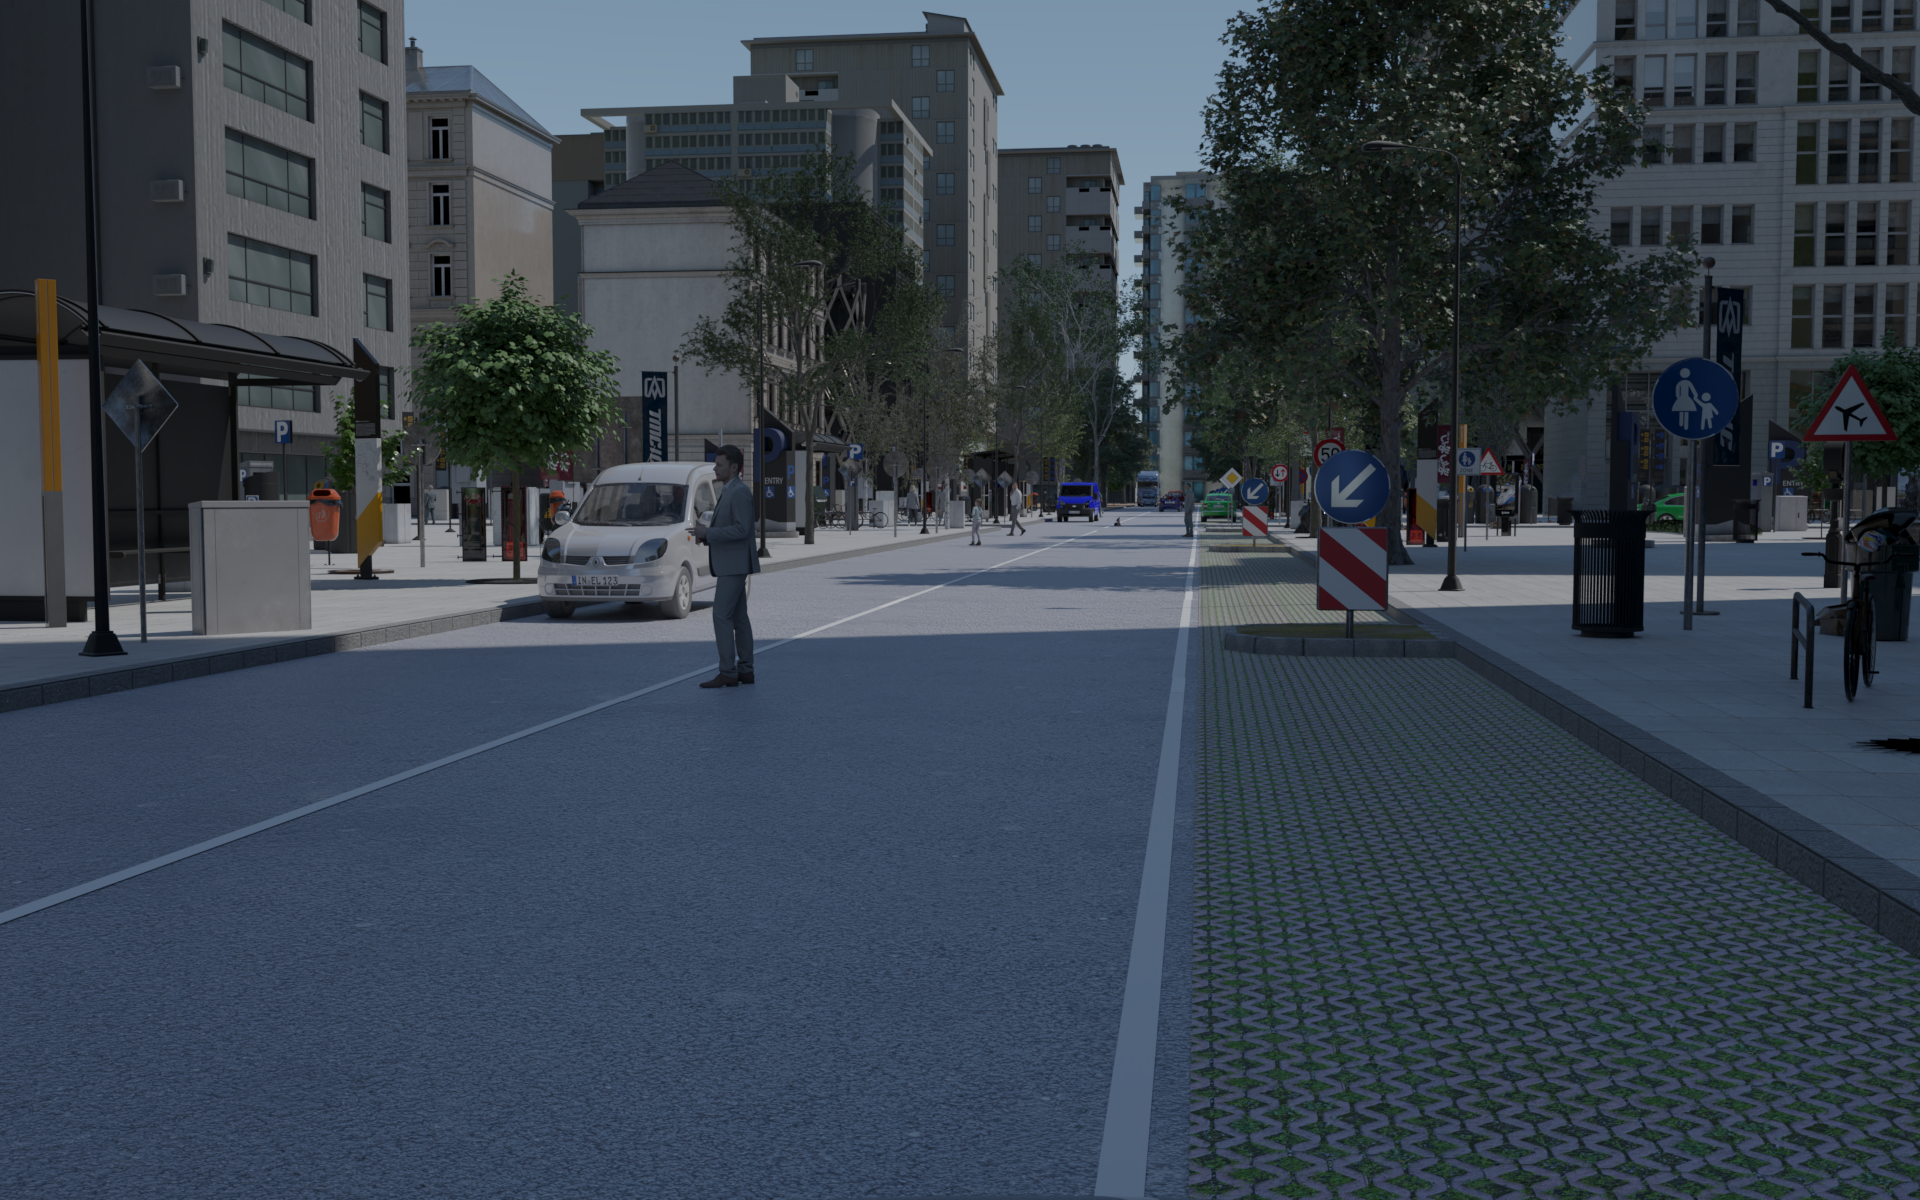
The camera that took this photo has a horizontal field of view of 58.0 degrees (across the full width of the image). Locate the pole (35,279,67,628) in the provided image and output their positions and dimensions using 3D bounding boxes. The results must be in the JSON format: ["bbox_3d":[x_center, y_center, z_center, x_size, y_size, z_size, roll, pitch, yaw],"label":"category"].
[{"bbox_3d":[-8.706,-1.391,16.581,0.158,3.312,0.155,0,3,0],"label":"pole"}]

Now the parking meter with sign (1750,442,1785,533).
[{"bbox_3d":[27.093,-3.806,58.482,0.543,3.016,1.738,0,4,-3],"label":"parking meter with sign"}]

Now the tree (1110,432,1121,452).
[{"bbox_3d":[15.554,-14.380,185.472,4.737,8.622,4.395,0,3,0],"label":"tree"}]

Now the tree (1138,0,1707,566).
[{"bbox_3d":[7.900,-6.989,31.279,9.611,12.733,9.660,0,3,0],"label":"tree"}]

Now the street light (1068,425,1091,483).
[{"bbox_3d":[7.804,-8.768,115.890,1.470,5.913,1.316,0,4,8],"label":"street light"}]

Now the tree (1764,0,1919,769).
[{"bbox_3d":[4.946,-5.044,8.220,9.928,11.665,9.643,0,3,0],"label":"tree"}]

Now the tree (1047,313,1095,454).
[{"bbox_3d":[2.793,-9.015,81.802,7.601,10.594,8.767,1,4,17],"label":"tree"}]

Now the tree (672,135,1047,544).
[{"bbox_3d":[-3.631,-6.719,44.265,8.767,10.594,7.601,3,4,37],"label":"tree"}]

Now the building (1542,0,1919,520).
[{"bbox_3d":[46.123,-18.970,87.651,29.804,29.767,11.434,0,4,8],"label":"building"}]

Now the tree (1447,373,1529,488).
[{"bbox_3d":[25.136,-8.002,81.202,4.360,8.622,3.978,0,3,0],"label":"tree"}]

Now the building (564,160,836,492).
[{"bbox_3d":[-14.319,-14.421,100.408,10.561,19.102,19.286,0,4,8],"label":"building"}]

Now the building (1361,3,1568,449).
[{"bbox_3d":[53.432,-52.672,173.863,22.319,86.520,31.000,0,4,8],"label":"building"}]

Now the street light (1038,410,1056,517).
[{"bbox_3d":[5.006,-7.503,95.211,1.470,5.913,1.316,0,4,8],"label":"street light"}]

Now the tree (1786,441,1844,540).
[{"bbox_3d":[24.255,-3.325,48.967,1.663,3.219,1.824,0,3,0],"label":"tree"}]

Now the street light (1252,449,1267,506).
[{"bbox_3d":[11.756,-5.641,64.779,1.470,5.913,1.316,0,4,8],"label":"street light"}]

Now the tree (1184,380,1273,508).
[{"bbox_3d":[25.477,-15.475,159.666,9.857,13.997,8.962,0,3,0],"label":"tree"}]

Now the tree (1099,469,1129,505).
[{"bbox_3d":[17.500,-13.091,197.756,4.285,4.588,4.351,0,3,0],"label":"tree"}]

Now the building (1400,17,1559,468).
[{"bbox_3d":[45.688,-28.736,153.424,14.154,41.232,14.086,0,4,8],"label":"building"}]

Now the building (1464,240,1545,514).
[{"bbox_3d":[42.301,-15.179,115.626,16.820,18.784,16.811,0,4,8],"label":"building"}]

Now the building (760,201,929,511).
[{"bbox_3d":[-9.832,-18.976,139.929,12.332,23.373,15.834,0,4,8],"label":"building"}]

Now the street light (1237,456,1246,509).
[{"bbox_3d":[14.424,-6.862,84.733,1.470,5.913,1.316,0,4,8],"label":"street light"}]

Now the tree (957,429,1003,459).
[{"bbox_3d":[1.309,-11.707,141.764,4.737,8.622,4.395,0,3,0],"label":"tree"}]

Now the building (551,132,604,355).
[{"bbox_3d":[-45.233,-34.323,211.292,14.200,45.320,14.600,0,4,8],"label":"building"}]

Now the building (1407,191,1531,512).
[{"bbox_3d":[42.220,-19.358,134.528,12.078,24.808,19.932,0,4,8],"label":"building"}]

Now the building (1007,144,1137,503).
[{"bbox_3d":[12.507,-41.064,260.639,27.495,52.752,28.713,0,4,8],"label":"building"}]

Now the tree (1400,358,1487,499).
[{"bbox_3d":[25.068,-8.527,89.773,4.737,8.622,4.395,0,3,0],"label":"tree"}]

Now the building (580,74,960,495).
[{"bbox_3d":[-16.552,-28.924,164.793,32.217,40.220,23.993,0,4,8],"label":"building"}]

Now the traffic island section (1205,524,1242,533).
[{"bbox_3d":[10.311,-2.648,65.578,2.009,0.180,2.903,0,4,8],"label":"traffic island section"}]

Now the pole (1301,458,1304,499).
[{"bbox_3d":[18.474,-6.098,93.545,0.158,3.312,0.155,0,3,0],"label":"pole"}]

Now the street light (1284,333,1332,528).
[{"bbox_3d":[8.770,-4.352,43.691,1.470,5.913,1.316,0,4,8],"label":"street light"}]

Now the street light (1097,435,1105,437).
[{"bbox_3d":[10.802,-10.074,137.245,1.470,5.913,1.316,0,4,8],"label":"street light"}]

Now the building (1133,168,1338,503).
[{"bbox_3d":[41.009,-38.871,255.154,30.456,49.044,23.786,0,4,8],"label":"building"}]

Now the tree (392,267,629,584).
[{"bbox_3d":[-6.552,-2.533,25.125,4.285,4.588,4.351,0,3,0],"label":"tree"}]

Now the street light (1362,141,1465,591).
[{"bbox_3d":[5.989,-3.079,22.889,1.470,5.913,1.316,0,4,8],"label":"street light"}]

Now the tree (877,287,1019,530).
[{"bbox_3d":[-0.222,-6.850,62.355,4.360,8.622,3.978,0,3,0],"label":"tree"}]

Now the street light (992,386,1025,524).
[{"bbox_3d":[2.110,-6.238,74.533,1.470,5.913,1.316,0,4,8],"label":"street light"}]

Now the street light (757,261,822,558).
[{"bbox_3d":[-3.439,-3.800,34.672,1.470,5.913,1.316,0,4,8],"label":"street light"}]

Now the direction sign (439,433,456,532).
[{"bbox_3d":[-17.085,-4.034,57.948,0.876,3.537,0.379,0,4,-7],"label":"direction sign"}]

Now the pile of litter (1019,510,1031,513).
[{"bbox_3d":[4.243,-6.297,116.925,1.176,0.858,1.719,-3,5,-43],"label":"pile of litter"}]

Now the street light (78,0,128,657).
[{"bbox_3d":[-6.292,-2.508,13.541,1.470,5.913,1.316,0,4,8],"label":"street light"}]

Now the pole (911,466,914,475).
[{"bbox_3d":[-3.416,-8.017,124.926,0.158,3.312,0.155,0,3,0],"label":"pole"}]

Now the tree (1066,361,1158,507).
[{"bbox_3d":[13.839,-15.844,165.702,9.857,13.997,8.962,0,3,0],"label":"tree"}]

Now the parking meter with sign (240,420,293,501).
[{"bbox_3d":[-16.391,-2.690,40.240,0.543,3.016,1.738,2,4,32],"label":"parking meter with sign"}]

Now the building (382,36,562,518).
[{"bbox_3d":[-37.096,-18.496,99.669,25.104,27.353,12.463,0,4,8],"label":"building"}]

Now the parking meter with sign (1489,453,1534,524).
[{"bbox_3d":[23.327,-4.711,73.281,1.738,3.016,0.543,2,4,26],"label":"parking meter with sign"}]

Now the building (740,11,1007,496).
[{"bbox_3d":[-10.120,-37.339,199.723,27.495,52.752,28.713,0,4,8],"label":"building"}]

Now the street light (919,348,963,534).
[{"bbox_3d":[-0.600,-5.064,55.345,1.470,5.913,1.316,0,4,8],"label":"street light"}]

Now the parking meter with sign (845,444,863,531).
[{"bbox_3d":[-3.782,-3.944,60.746,0.543,3.016,1.738,-1,4,-11],"label":"parking meter with sign"}]

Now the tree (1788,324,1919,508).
[{"bbox_3d":[17.994,-3.060,33.744,4.285,4.588,4.351,0,3,0],"label":"tree"}]

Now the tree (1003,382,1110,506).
[{"bbox_3d":[6.167,-9.792,110.461,4.737,8.622,4.395,0,3,0],"label":"tree"}]

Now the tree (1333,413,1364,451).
[{"bbox_3d":[30.471,-11.623,140.395,4.737,8.622,4.395,0,3,0],"label":"tree"}]

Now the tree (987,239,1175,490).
[{"bbox_3d":[8.691,-16.560,126.649,12.611,20.169,13.585,0,3,0],"label":"tree"}]

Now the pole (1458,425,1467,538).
[{"bbox_3d":[14.757,-3.488,50.876,0.158,3.312,0.155,0,3,0],"label":"pole"}]

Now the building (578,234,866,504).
[{"bbox_3d":[-15.107,-15.368,118.714,16.820,18.784,16.811,0,4,8],"label":"building"}]

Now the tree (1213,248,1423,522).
[{"bbox_3d":[12.262,-8.609,58.880,7.486,12.596,7.792,0,3,0],"label":"tree"}]

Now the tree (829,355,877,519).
[{"bbox_3d":[-4.698,-8.575,90.570,4.360,8.622,3.978,0,3,0],"label":"tree"}]

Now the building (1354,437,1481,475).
[{"bbox_3d":[52.436,-33.521,198.180,14.600,45.320,14.200,0,4,8],"label":"building"}]

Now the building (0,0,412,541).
[{"bbox_3d":[-23.601,-16.863,47.413,14.107,30.474,14.160,0,4,8],"label":"building"}]
